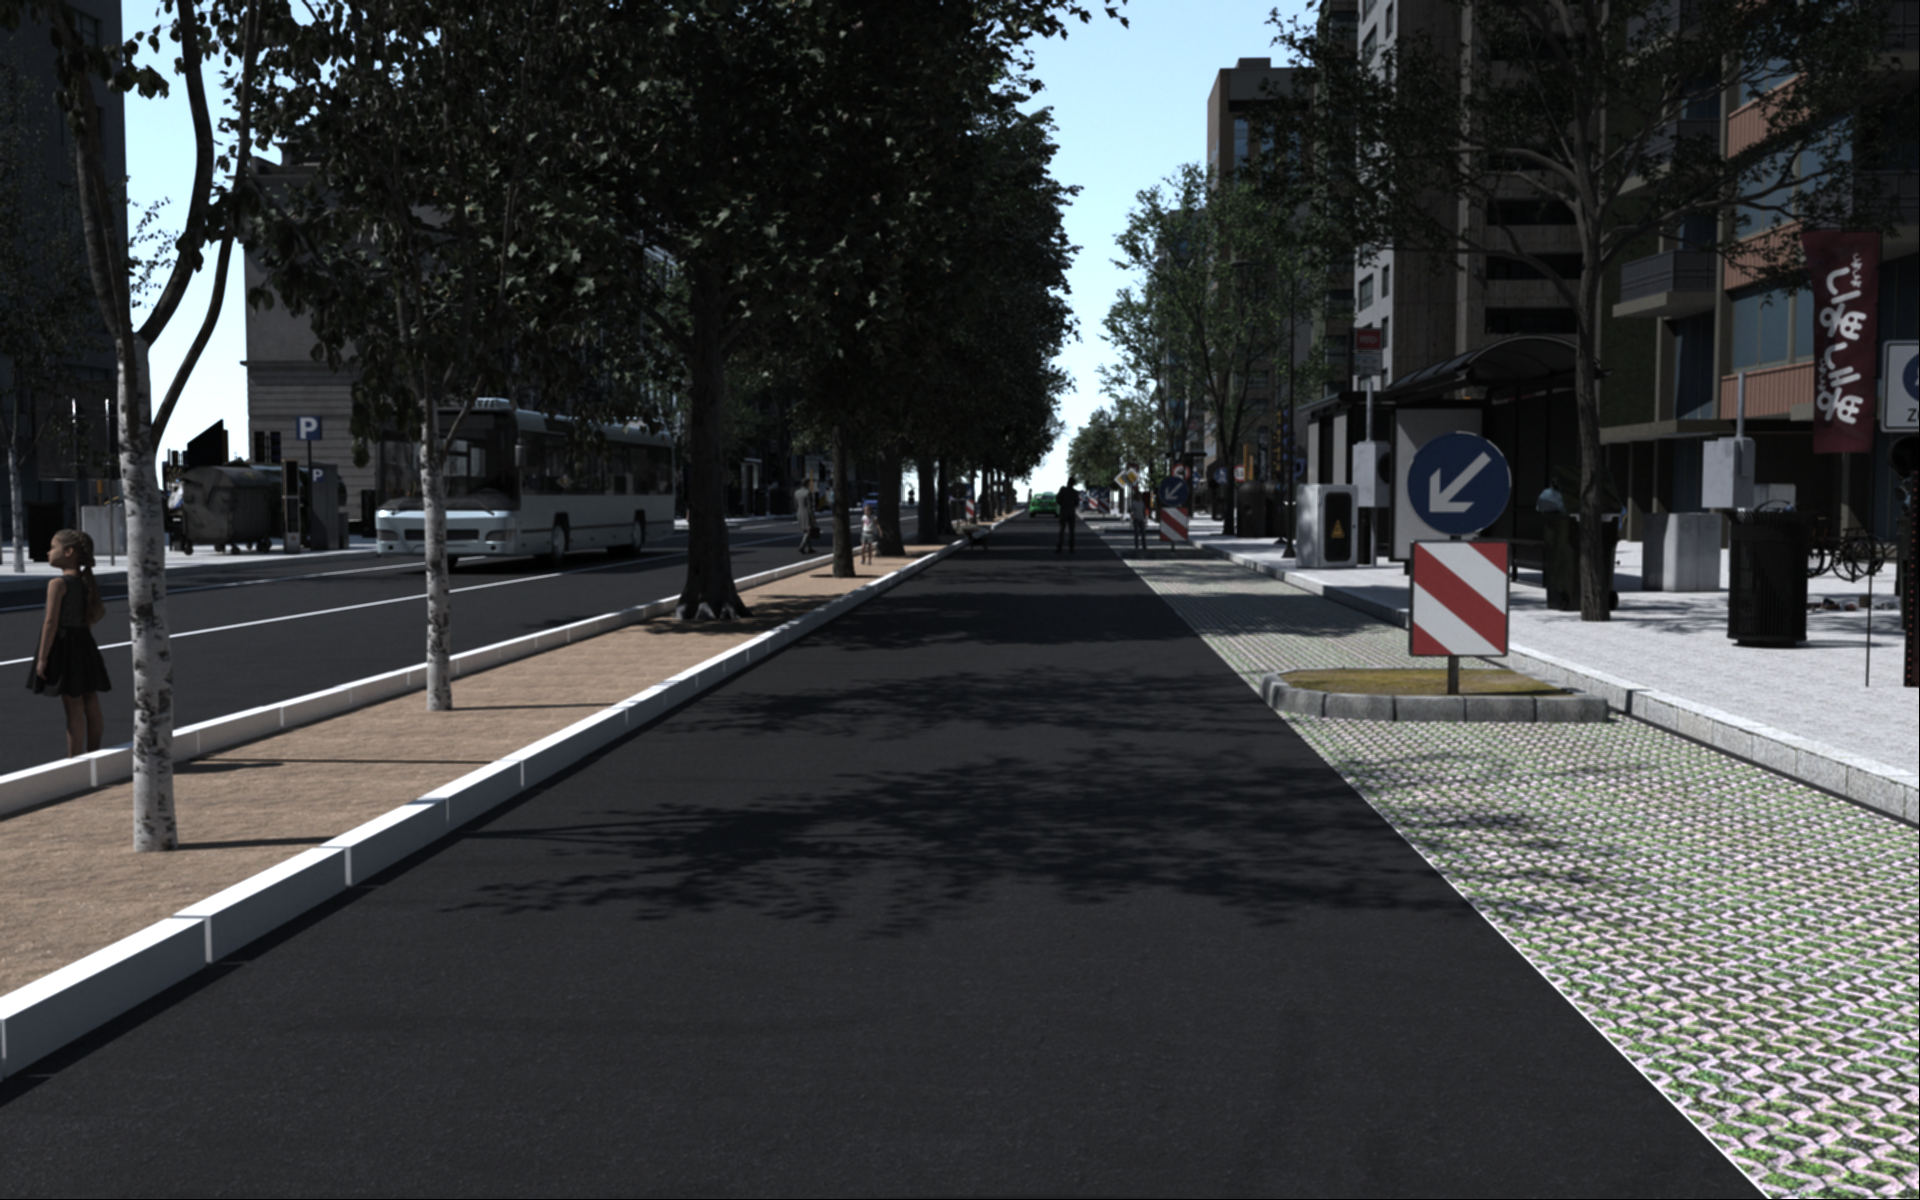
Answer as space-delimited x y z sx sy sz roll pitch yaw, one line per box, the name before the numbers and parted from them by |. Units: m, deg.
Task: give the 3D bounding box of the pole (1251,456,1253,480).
pole | 15.434 -5.990 91.775 0.158 3.312 0.155 0 3 0

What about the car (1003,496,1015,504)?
car | 7.217 -15.396 260.758 2.155 1.783 4.494 0 4 2

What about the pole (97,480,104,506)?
pole | -32.019 -4.323 64.521 0.158 3.312 0.155 0 3 0

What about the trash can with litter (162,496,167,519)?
trash can with litter | -45.977 -5.353 98.583 1.678 1.210 2.233 -2 4 -30

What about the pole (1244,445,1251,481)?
pole | 11.807 -4.749 71.487 0.158 3.312 0.155 0 3 0

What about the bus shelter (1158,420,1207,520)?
bus shelter | 11.633 -6.951 91.288 2.179 5.291 8.768 0 4 3

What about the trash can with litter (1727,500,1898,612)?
trash can with litter | 9.530 -0.505 19.308 2.233 1.210 1.678 0 4 -5

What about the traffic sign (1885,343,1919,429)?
traffic sign | 6.450 -0.578 11.587 0.606 2.300 0.079 0 4 6

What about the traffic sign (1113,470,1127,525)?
traffic sign | 6.746 -4.164 71.717 0.795 2.450 0.064 0 4 3

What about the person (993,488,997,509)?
person | 1.991 -6.078 107.715 0.661 1.843 0.795 0 4 -8

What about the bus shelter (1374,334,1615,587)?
bus shelter | 7.428 -1.887 24.774 2.014 3.302 5.546 0 4 3

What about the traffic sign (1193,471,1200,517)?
traffic sign | 13.093 -5.942 97.264 0.768 2.556 0.104 1 4 12

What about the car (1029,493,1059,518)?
car | 5.204 -5.956 106.172 1.959 1.807 4.718 0 4 4

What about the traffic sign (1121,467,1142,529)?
traffic sign | 6.302 -3.676 63.744 0.795 2.450 0.064 0 4 3

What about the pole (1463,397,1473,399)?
pole | 10.688 -2.610 36.518 0.158 3.312 0.155 0 3 0

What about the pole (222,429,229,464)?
pole | -23.192 -3.726 54.763 0.158 3.312 0.155 0 3 0

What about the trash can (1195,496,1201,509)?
trash can | 18.635 -7.612 136.103 0.748 1.137 0.748 0 3 0

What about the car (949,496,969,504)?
car | -0.020 -7.424 133.744 2.083 1.381 4.827 0 4 2

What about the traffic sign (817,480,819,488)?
traffic sign | -10.023 -7.533 125.294 0.606 2.300 0.079 0 4 8

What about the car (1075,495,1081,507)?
car | 12.626 -10.145 178.450 1.945 1.354 3.894 0 4 4

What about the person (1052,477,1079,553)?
person | 2.589 -2.089 42.462 0.655 1.846 0.447 -1 4 -14

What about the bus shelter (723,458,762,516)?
bus shelter | -13.370 -7.548 101.038 2.179 5.291 8.768 0 4 3

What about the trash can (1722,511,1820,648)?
trash can | 6.811 -0.180 14.596 0.748 1.137 0.748 0 3 0

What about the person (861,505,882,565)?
person | -1.780 -1.300 34.771 0.505 1.210 0.382 1 4 17

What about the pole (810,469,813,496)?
pole | -12.077 -9.002 141.025 0.158 3.312 0.155 0 3 0

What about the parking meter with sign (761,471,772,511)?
parking meter with sign | -14.488 -8.145 129.431 1.738 3.016 0.543 3 4 36

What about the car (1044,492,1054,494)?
car | 13.731 -15.899 268.626 2.281 1.827 5.304 0 4 4

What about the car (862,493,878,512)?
car | -6.617 -7.668 134.959 1.945 1.707 3.694 0 4 4

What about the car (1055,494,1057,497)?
car | 6.862 -7.422 131.143 2.009 1.686 4.222 0 4 4

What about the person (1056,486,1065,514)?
person | 4.439 -4.023 74.524 0.600 1.795 0.529 1 4 9

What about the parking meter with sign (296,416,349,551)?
parking meter with sign | -14.492 -2.646 39.520 0.543 3.016 1.738 0 4 2

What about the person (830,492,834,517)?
person | -7.837 -6.141 108.769 0.638 1.841 0.748 0 4 2

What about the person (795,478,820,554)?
person | -3.650 -2.011 41.481 0.694 1.812 0.767 3 5 45

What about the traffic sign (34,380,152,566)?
traffic sign | -15.487 -2.268 30.955 2.265 3.308 0.079 1 4 8

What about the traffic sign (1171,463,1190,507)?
traffic sign | 9.174 -4.401 72.057 0.768 2.556 0.104 1 4 10

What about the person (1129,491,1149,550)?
person | 4.464 -1.946 42.905 0.523 1.515 0.503 3 5 40

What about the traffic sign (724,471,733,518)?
traffic sign | -12.504 -5.662 92.682 0.768 2.556 0.104 1 4 13

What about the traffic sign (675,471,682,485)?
traffic sign | -10.765 -3.735 64.713 0.795 2.450 0.064 0 4 3

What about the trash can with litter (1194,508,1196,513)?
trash can with litter | 15.861 -6.649 120.100 0.624 1.170 1.055 3 5 43

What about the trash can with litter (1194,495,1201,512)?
trash can with litter | 16.854 -6.968 124.990 1.678 1.210 2.233 0 4 -1

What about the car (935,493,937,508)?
car | -2.074 -9.229 159.926 2.155 1.783 4.494 0 4 2

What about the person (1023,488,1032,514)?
person | 4.984 -7.188 125.872 0.795 1.843 0.661 0 4 7

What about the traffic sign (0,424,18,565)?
traffic sign | -17.413 -1.910 31.337 0.768 2.556 0.104 0 4 3

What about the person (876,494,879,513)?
person | -6.056 -7.482 131.007 0.537 1.800 0.526 2 4 33

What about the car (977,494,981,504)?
car | 3.576 -15.351 260.767 2.009 1.686 4.222 0 4 5

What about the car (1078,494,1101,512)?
car | 9.857 -7.191 129.577 2.014 1.417 4.499 0 4 1

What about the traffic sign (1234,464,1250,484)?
traffic sign | 12.037 -4.543 74.381 0.768 2.556 0.104 1 4 11

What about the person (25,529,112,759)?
person | -4.533 0.268 8.781 0.373 1.253 0.362 1 4 10

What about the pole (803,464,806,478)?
pole | -10.577 -7.584 117.833 0.158 3.312 0.155 0 3 0

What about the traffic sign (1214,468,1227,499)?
traffic sign | 12.795 -5.164 84.534 0.768 2.556 0.104 1 4 12

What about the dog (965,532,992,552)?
dog | 0.446 -1.428 42.631 0.540 0.507 0.406 -2 4 -32

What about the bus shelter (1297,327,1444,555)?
bus shelter | 8.992 -3.780 39.436 2.179 5.291 8.768 0 4 3

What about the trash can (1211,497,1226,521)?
trash can | 12.326 -4.342 82.639 0.748 1.137 0.748 0 3 0

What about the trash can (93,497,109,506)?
trash can | -40.215 -4.254 81.204 0.748 1.137 0.748 0 3 0

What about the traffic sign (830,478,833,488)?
traffic sign | -10.043 -8.375 137.044 0.768 2.556 0.104 1 4 13

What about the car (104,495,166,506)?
car | -34.000 -3.714 70.944 3.980 1.641 2.015 0 4 4

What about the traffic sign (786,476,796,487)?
traffic sign | -12.175 -7.599 124.344 0.768 2.556 0.104 0 4 4

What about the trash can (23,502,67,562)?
trash can | -17.283 -1.290 32.750 0.748 1.137 0.748 0 3 0
